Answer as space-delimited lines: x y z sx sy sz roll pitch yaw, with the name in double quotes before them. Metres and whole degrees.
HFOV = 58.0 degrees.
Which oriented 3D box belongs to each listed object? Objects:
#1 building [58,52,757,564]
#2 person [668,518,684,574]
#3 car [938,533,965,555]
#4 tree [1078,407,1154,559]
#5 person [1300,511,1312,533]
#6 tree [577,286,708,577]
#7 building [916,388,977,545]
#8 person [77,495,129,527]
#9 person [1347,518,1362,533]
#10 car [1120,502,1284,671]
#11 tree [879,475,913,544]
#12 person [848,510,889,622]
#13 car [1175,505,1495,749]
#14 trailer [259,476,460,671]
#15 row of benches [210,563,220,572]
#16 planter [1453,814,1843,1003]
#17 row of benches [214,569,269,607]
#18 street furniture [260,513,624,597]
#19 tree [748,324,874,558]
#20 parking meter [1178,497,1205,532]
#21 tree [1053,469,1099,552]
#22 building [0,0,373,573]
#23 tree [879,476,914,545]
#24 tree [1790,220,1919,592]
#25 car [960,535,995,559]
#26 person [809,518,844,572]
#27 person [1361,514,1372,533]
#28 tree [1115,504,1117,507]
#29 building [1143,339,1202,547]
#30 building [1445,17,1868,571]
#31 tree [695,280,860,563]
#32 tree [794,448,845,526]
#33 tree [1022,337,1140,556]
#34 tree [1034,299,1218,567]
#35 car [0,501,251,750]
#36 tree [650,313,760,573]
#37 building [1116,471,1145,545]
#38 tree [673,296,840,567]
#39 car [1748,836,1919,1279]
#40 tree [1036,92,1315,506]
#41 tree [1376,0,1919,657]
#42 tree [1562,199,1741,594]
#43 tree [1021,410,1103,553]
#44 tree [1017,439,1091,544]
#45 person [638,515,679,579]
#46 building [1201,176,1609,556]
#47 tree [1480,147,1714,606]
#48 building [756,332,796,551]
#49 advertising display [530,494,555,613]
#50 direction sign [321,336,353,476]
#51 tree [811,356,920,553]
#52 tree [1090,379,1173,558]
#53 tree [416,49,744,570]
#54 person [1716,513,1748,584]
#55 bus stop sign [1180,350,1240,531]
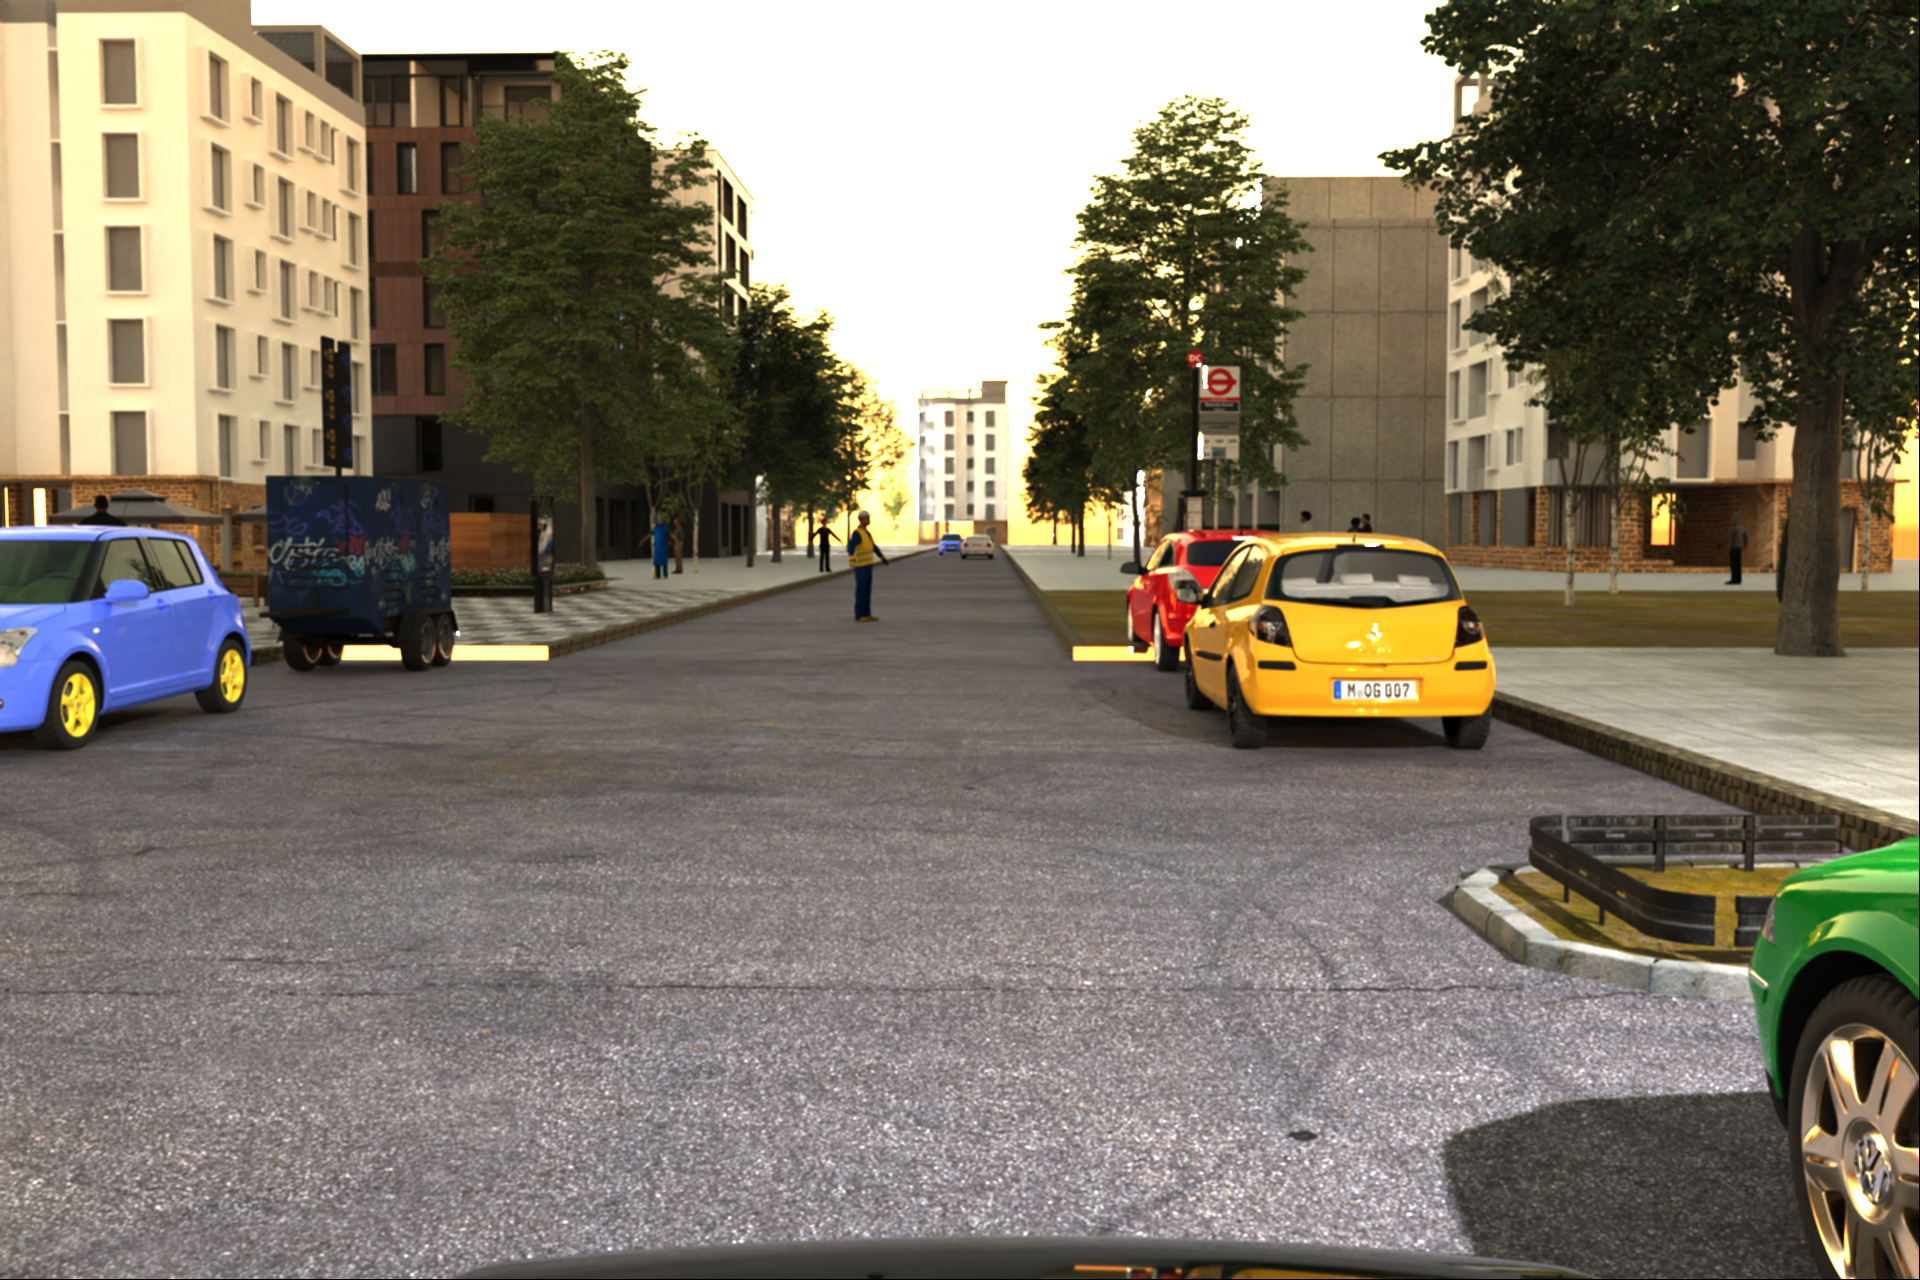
"building" -26.911 -15.073 90.417 27.936 21.610 32.646 0 4 2
"person" -9.165 -3.051 56.148 0.705 1.796 1.348 -2 4 -27
"car" -0.560 -6.661 118.495 1.945 1.707 3.694 0 4 1
"tree" 7.470 -8.402 87.731 4.360 8.622 3.978 0 3 0
"person" 7.905 -2.056 39.802 0.705 1.806 1.347 1 4 14
"tree" -8.958 -6.167 51.196 4.360 8.622 3.978 0 3 0
"building" -4.968 -21.843 216.006 11.380 20.090 16.016 0 4 -8
"person" -11.437 -1.033 23.117 1.346 1.802 0.704 -2 4 -25
"person" 13.196 -3.152 57.675 1.345 1.843 0.704 3 5 42
"car" 2.934 -0.645 19.580 2.155 1.783 4.494 0 4 0
"tree" -7.980 -16.253 216.095 4.737 8.622 4.395 0 3 0
"person" -1.556 -1.227 28.493 0.705 1.833 1.349 1 4 23
"car" 2.681 -0.168 12.970 2.015 1.641 3.980 0 4 1
"trailer" -6.291 -0.652 17.708 1.471 1.999 3.904 0 4 1
"row of benches" -18.936 -1.483 39.710 4.104 0.672 1.422 1 4 15
"planter" 2.872 0.913 6.211 1.991 0.319 1.994 0 4 1
"row of benches" -12.782 -0.929 30.657 4.104 0.672 1.422 0 4 -4
"street furniture" -11.094 -1.856 37.205 11.010 1.723 9.812 0 4 0
"tree" -8.554 -10.759 94.043 7.486 12.596 7.792 0 3 0
"parking meter" 3.667 -1.332 27.493 0.399 1.863 0.255 0 4 0
"tree" 8.492 -10.630 124.169 4.737 8.622 4.395 0 3 0
"building" -28.403 -12.154 55.144 16.016 20.090 11.380 0 4 1
"tree" -7.796 -15.975 211.555 4.737 8.622 4.395 0 3 0
"tree" 20.355 -5.372 38.194 4.737 8.622 4.395 0 3 0
"car" 1.009 -5.383 100.369 2.083 1.381 4.827 0 4 1
"person" -4.551 -3.196 58.440 1.347 1.806 0.705 -2 4 -34
"person" 10.657 -2.415 45.629 0.704 1.812 1.346 1 4 10
"tree" 22.620 -17.085 213.750 7.601 10.594 8.767 0 4 -1
"building" 28.088 -20.671 168.906 19.493 23.208 18.063 0 4 1
"building" 25.117 -13.036 69.559 16.016 20.090 11.380 0 4 1
"tree" -8.407 -9.796 78.299 7.486 12.596 7.792 0 3 0
"tree" -18.136 -18.646 211.514 9.857 13.997 8.962 0 3 0
"tree" 7.189 -11.105 99.689 7.486 12.596 7.792 0 3 0
"tree" 6.178 -7.871 63.096 7.601 10.594 8.767 0 4 0
"car" -6.677 -0.185 12.614 1.945 1.707 3.694 0 4 1
"tree" -8.708 -6.529 57.116 4.737 8.622 4.395 0 3 0
"building" 22.875 -15.416 194.190 9.099 9.664 28.070 0 4 1
"tree" -7.877 -8.113 67.054 7.601 10.594 8.767 -3 5 -43
"car" 2.439 0.441 1.588 1.959 1.807 4.718 0 3 0
"tree" 5.742 -7.784 45.399 7.486 12.596 7.792 0 3 0
"tree" 8.971 -6.816 18.091 9.857 13.997 8.962 0 3 0
"tree" 14.159 -5.286 36.781 4.737 8.622 4.395 0 3 0
"tree" 7.319 -11.090 115.729 7.601 10.594 8.767 -3 4 -36
"tree" 11.956 -18.913 215.876 9.857 13.997 8.962 0 3 0
"person" -8.494 -2.627 49.081 1.347 1.817 0.704 1 4 23
"building" 23.401 -13.930 94.215 16.747 18.905 31.486 0 4 1
"tree" 10.947 -4.937 31.088 4.360 8.622 3.978 0 3 0
"building" -23.872 -19.046 142.334 19.493 23.208 18.063 0 4 1
"advertising display" -6.841 -1.417 28.390 0.123 1.923 0.974 0 4 2
"direction sign" -7.280 -1.732 20.308 0.379 3.537 0.876 0 3 0
"tree" -7.591 -12.757 118.939 12.009 13.543 11.850 0 3 0
"tree" 7.538 -7.405 71.442 4.360 8.622 3.978 0 3 0
"tree" -8.835 -7.499 40.740 7.486 12.596 7.792 0 3 0
"person" 19.799 -2.333 44.272 1.348 1.813 0.705 -3 4 -36
"bus stop sign" 3.622 -2.231 25.184 0.855 3.939 0.416 0 4 2
